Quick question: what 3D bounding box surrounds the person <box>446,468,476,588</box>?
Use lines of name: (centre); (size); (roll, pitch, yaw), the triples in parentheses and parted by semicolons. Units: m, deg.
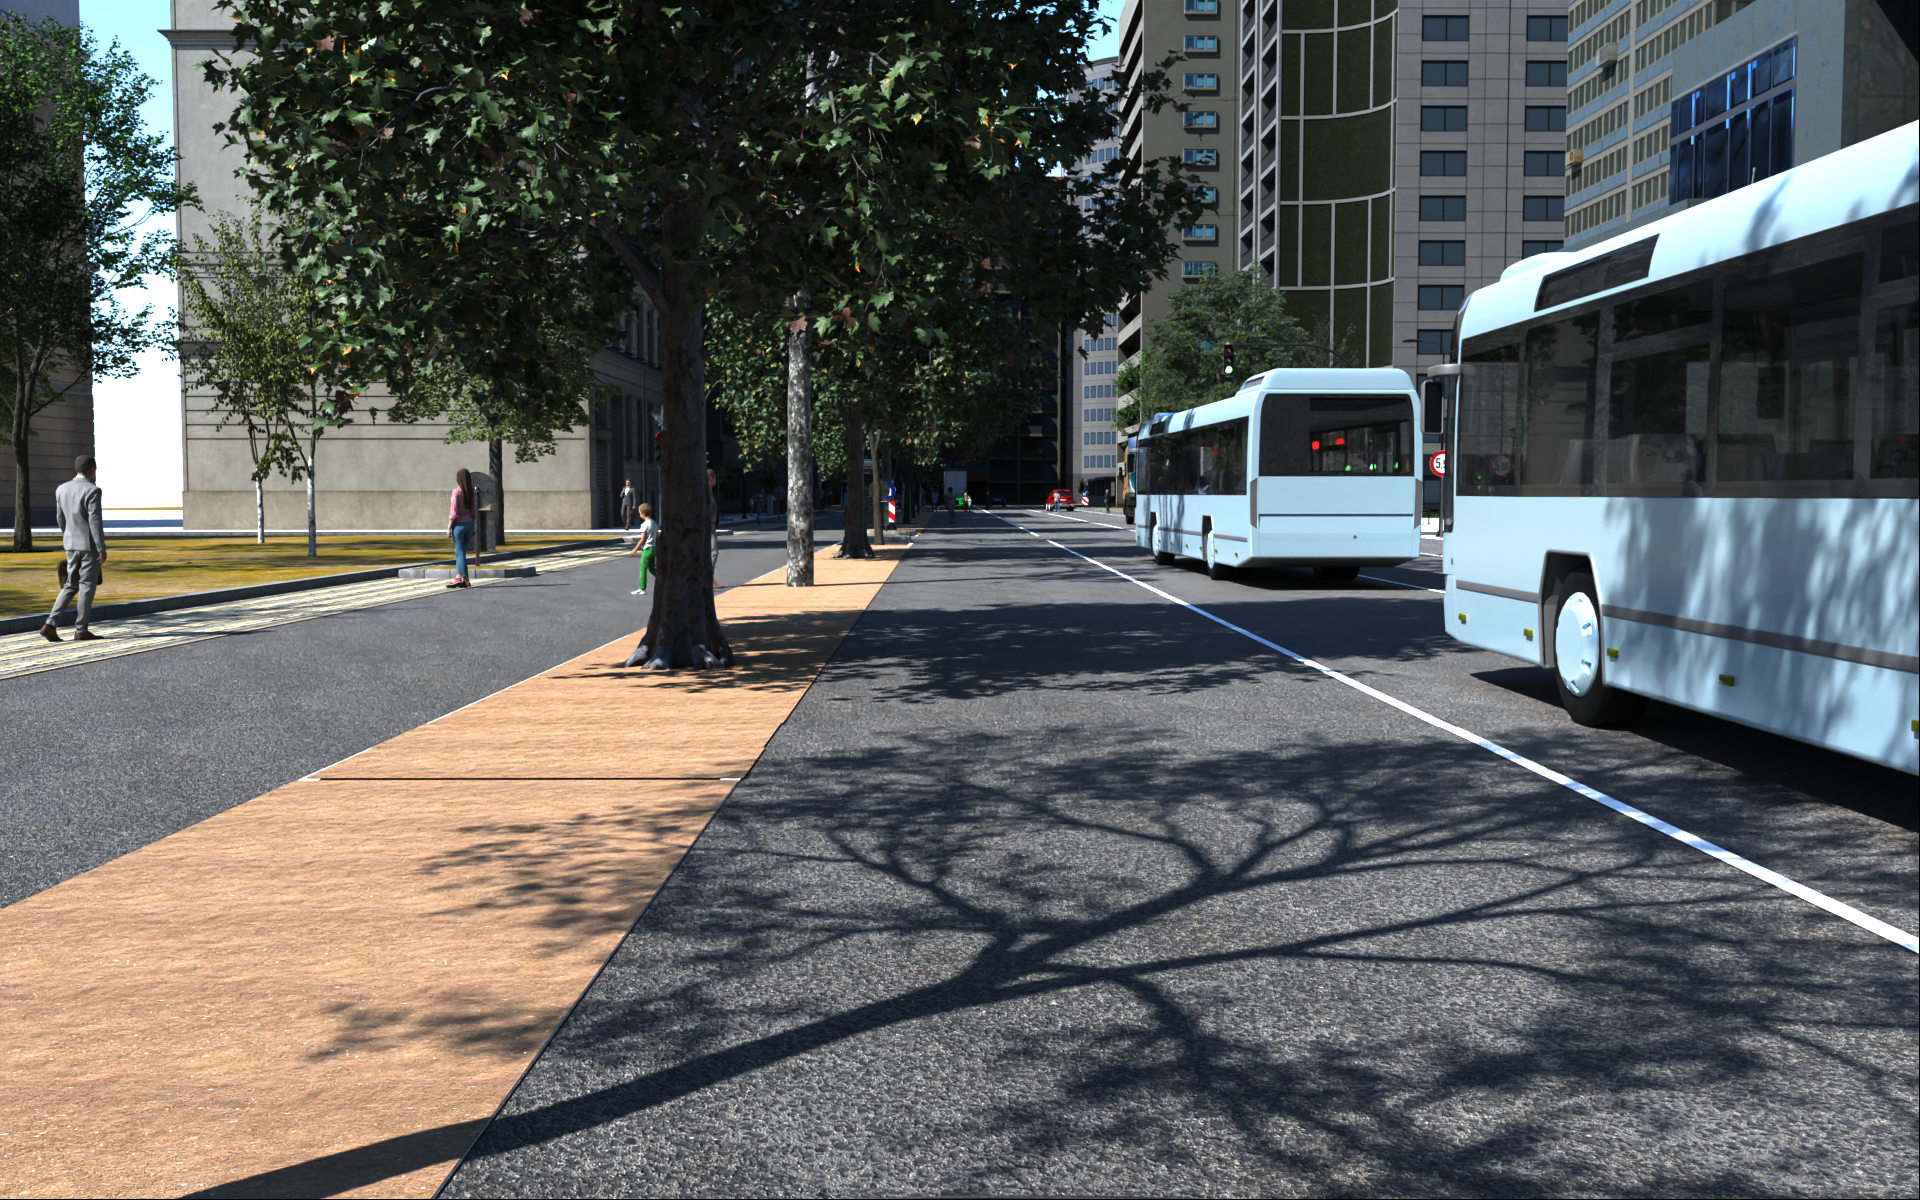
person: (-7.552, -1.088, 26.304); (0.388, 1.821, 0.555); (1, 4, 18)

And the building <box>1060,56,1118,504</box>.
building: (27.898, -42.054, 229.585); (28.212, 58.520, 21.231); (0, 4, 0)

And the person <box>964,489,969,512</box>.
person: (0.529, -8.062, 140.314); (0.705, 1.824, 1.348); (0, 4, -4)

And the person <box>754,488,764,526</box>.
person: (-8.919, -4.127, 76.817); (0.643, 1.720, 0.563); (-2, 4, -35)

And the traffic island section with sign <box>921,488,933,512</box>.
traffic island section with sign: (-3.029, -7.769, 135.152); (2.006, 1.907, 1.989); (0, 4, 0)

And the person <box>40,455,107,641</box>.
person: (-8.559, -0.506, 16.900); (0.709, 1.813, 0.853); (1, 4, 17)

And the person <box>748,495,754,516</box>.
person: (-12.230, -5.525, 101.385); (0.382, 1.210, 0.505); (0, 4, -1)

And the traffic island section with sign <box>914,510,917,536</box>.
traffic island section with sign: (-2.530, -3.173, 60.015); (2.006, 1.907, 1.989); (0, 4, 0)

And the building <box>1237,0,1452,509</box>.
building: (28.358, -41.397, 115.092); (20.563, 71.187, 20.611); (0, 4, 0)

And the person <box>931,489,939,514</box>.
person: (-1.804, -7.019, 123.533); (0.793, 1.790, 0.793); (2, 4, 31)

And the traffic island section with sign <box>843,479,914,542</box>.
traffic island section with sign: (-2.491, -2.720, 52.608); (2.006, 1.907, 1.989); (0, 4, 0)

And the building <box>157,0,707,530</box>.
building: (-20.503, -14.798, 75.236); (16.112, 22.955, 30.059); (0, 4, 0)

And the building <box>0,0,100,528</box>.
building: (-46.387, -17.164, 66.536); (20.117, 28.700, 13.634); (0, 4, 0)

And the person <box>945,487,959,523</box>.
person: (-0.394, -4.641, 84.745); (0.716, 1.782, 0.532); (-1, 4, -22)

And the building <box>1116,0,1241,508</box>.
building: (25.383, -32.248, 150.959); (21.300, 48.544, 21.600); (0, 4, 0)

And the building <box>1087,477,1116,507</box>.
building: (31.139, -30.979, 198.391); (32.217, 40.220, 23.993); (0, 4, 0)

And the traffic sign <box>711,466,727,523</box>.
traffic sign: (-10.794, -4.720, 77.270); (0.768, 2.556, 0.104); (0, 4, 7)

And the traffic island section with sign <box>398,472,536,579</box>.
traffic island section with sign: (-8.482, -1.313, 30.090); (1.989, 1.847, 2.006); (0, 4, 0)

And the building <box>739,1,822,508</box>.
building: (-23.565, -37.121, 148.921); (21.231, 58.520, 28.212); (0, 4, 0)

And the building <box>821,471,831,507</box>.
building: (-20.227, -31.832, 170.559); (14.600, 45.320, 14.200); (0, 4, 0)

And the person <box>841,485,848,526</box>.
person: (-5.032, -4.288, 78.467); (0.748, 1.841, 0.638); (-1, 4, -21)

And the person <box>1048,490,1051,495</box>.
person: (8.570, -9.586, 165.237); (0.705, 1.823, 1.348); (-1, 4, -12)

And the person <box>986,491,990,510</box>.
person: (2.545, -9.000, 156.450); (0.445, 1.727, 0.742); (0, 4, -8)

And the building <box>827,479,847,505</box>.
building: (-27.952, -33.254, 198.332); (28.867, 44.769, 22.147); (0, 4, 0)

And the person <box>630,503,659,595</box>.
person: (-4.400, -0.731, 24.707); (0.590, 1.304, 0.306); (0, 4, 0)

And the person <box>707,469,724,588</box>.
person: (-3.866, -1.093, 26.465); (0.391, 1.810, 0.635); (-1, 4, -22)

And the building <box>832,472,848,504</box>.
building: (-25.374, -48.307, 228.066); (20.611, 71.187, 20.563); (0, 4, 0)

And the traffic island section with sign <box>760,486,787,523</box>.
traffic island section with sign: (-8.839, -4.666, 84.922); (1.989, 1.847, 2.006); (0, 4, 0)

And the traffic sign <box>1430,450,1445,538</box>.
traffic sign: (14.066, -3.084, 50.528); (0.768, 2.556, 0.104); (0, 4, 2)

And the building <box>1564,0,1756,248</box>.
building: (41.629, -23.482, 75.811); (23.993, 40.220, 32.217); (0, 4, 0)

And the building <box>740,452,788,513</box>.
building: (-17.285, -16.830, 124.319); (9.793, 20.994, 18.267); (0, 4, 0)

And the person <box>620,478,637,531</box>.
person: (-11.660, -3.357, 60.901); (0.622, 1.834, 0.822); (0, 4, 6)

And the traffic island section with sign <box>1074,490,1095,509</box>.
traffic island section with sign: (11.665, -9.488, 163.754); (1.989, 1.847, 2.006); (0, 4, 0)

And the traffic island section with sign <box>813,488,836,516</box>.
traffic island section with sign: (-9.021, -6.315, 111.877); (1.989, 1.847, 2.006); (0, 4, 0)

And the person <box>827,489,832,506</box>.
person: (-13.790, -10.789, 182.304); (0.709, 1.838, 0.599); (3, 4, 39)

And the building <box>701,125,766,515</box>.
building: (-19.907, -18.922, 102.885); (14.314, 27.812, 24.014); (0, 4, 0)

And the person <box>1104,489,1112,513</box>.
person: (10.972, -7.289, 128.097); (0.534, 1.772, 0.576); (2, 4, 28)

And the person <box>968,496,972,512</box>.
person: (0.728, -7.499, 135.393); (0.425, 1.301, 0.394); (3, 5, 41)

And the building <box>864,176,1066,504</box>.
building: (-0.646, -35.232, 230.662); (28.867, 44.769, 22.147); (0, 4, 0)

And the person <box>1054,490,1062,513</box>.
person: (7.281, -7.339, 129.089); (0.593, 1.750, 0.643); (0, 4, 4)

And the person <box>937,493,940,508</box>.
person: (-2.317, -10.343, 178.063); (0.683, 1.767, 0.568); (1, 4, 18)

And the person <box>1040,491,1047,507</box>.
person: (9.618, -11.344, 193.988); (1.348, 1.822, 0.705); (-1, 4, -22)
